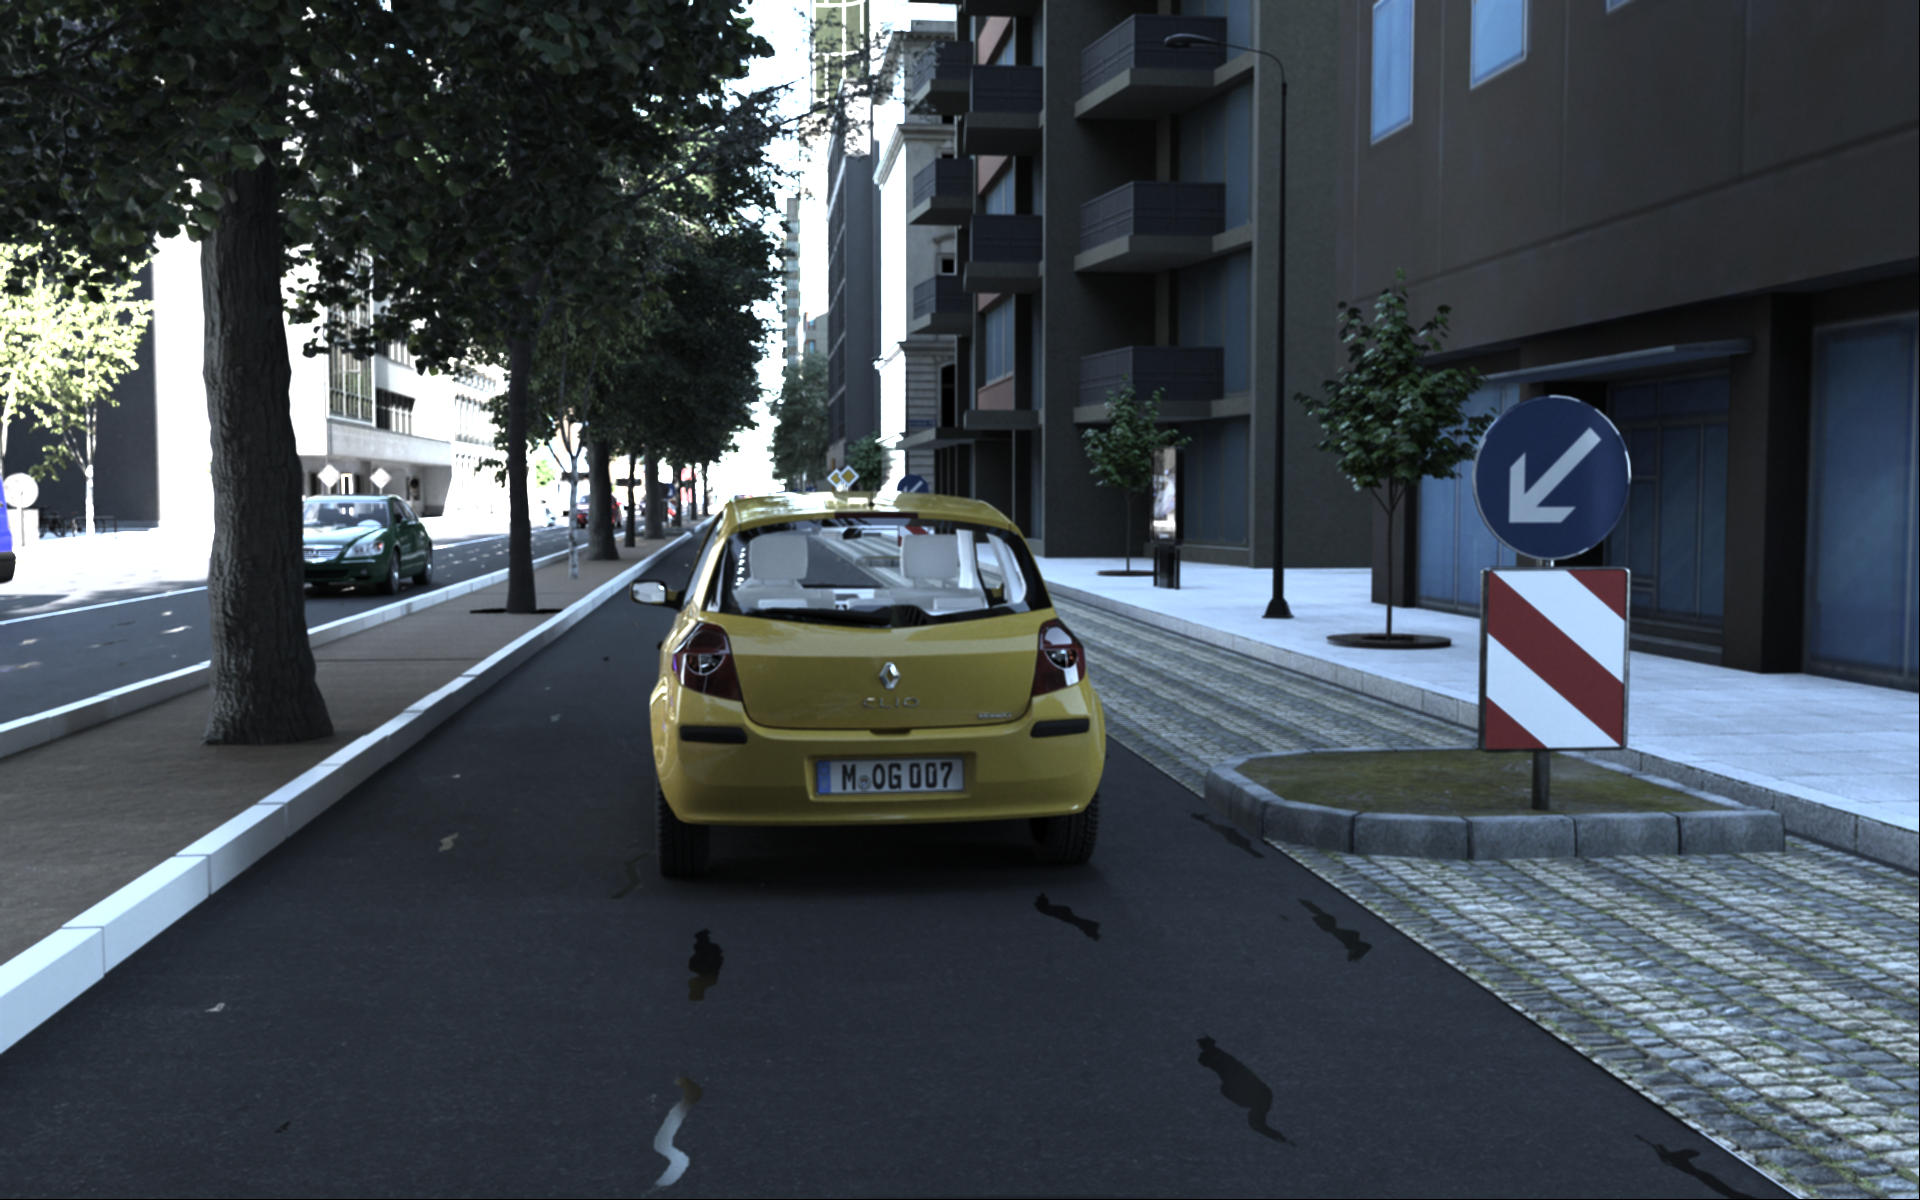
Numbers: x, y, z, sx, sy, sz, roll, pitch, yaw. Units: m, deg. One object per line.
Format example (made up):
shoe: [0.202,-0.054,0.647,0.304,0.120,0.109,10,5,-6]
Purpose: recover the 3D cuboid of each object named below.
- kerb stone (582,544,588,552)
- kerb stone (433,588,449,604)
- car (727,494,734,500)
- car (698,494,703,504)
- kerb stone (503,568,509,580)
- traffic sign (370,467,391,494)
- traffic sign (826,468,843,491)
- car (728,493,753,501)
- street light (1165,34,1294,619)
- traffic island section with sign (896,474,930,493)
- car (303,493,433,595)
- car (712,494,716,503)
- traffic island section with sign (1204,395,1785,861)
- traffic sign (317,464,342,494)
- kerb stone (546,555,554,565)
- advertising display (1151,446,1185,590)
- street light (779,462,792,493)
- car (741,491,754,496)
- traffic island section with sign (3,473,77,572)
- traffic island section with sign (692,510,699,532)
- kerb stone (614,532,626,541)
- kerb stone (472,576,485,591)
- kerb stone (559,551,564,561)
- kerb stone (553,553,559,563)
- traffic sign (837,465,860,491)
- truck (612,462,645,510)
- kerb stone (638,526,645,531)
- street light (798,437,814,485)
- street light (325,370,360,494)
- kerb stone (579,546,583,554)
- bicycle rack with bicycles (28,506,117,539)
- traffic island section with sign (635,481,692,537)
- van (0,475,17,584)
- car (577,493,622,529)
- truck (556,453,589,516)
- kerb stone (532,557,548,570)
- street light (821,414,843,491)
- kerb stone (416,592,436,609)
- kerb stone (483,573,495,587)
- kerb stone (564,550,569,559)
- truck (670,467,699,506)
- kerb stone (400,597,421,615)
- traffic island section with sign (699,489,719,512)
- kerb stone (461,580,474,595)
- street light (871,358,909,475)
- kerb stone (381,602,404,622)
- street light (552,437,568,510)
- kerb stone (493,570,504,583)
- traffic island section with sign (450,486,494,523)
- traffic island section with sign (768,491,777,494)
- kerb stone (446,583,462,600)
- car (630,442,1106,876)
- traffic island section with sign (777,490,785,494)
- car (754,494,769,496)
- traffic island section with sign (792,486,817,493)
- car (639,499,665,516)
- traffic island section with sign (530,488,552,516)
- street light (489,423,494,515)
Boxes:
kerb stone: [-9.360,-1.277,43.076,0.120,0.150,1.000,0,4,-7]
kerb stone: [-6.872,-0.027,22.694,0.120,0.150,1.000,0,4,-7]
car: [-17.152,-7.687,134.476,1.959,1.807,4.718,0,4,-6]
car: [-36.319,-14.490,246.508,1.945,1.707,3.694,0,4,-7]
kerb stone: [-7.614,-0.404,28.807,0.120,0.150,1.000,0,4,-7]
traffic sign: [-21.752,-3.757,65.073,0.795,2.450,0.064,0,4,-7]
traffic sign: [-4.781,-3.882,67.119,0.795,2.450,0.064,0,4,-7]
car: [-13.869,-6.192,110.829,1.945,1.707,3.694,0,4,-8]
street light: [2.763,-2.765,17.744,1.470,5.913,1.316,0,4,-7]
traffic island section with sign: [-1.120,-1.595,34.710,1.989,1.847,2.006,0,4,-7]
car: [-9.146,-0.871,26.044,2.131,1.459,4.920,0,4,-8]
car: [-38.753,-15.788,269.923,2.131,1.459,4.920,0,4,-6]
traffic island section with sign: [2.175,0.057,7.700,1.989,1.847,2.006,0,4,-7]
traffic sign: [-20.783,-3.272,57.146,0.795,2.450,0.064,0,4,-7]
kerb stone: [-8.363,-0.774,34.925,0.120,0.150,1.000,0,4,-7]
advertising display: [2.823,-1.125,23.614,0.123,1.923,0.974,-1,4,-14]
street light: [-21.707,-15.004,217.850,1.470,5.913,1.316,0,4,-7]
car: [-24.695,-11.776,201.209,2.281,1.827,5.304,0,4,-8]
traffic island section with sign: [-17.799,-1.457,32.446,1.989,1.847,2.006,0,4,-7]
traffic island section with sign: [-11.125,-3.544,66.082,2.006,1.907,1.989,0,4,-7]
kerb stone: [-10.855,-2.021,55.293,0.120,0.150,1.000,0,4,-7]
kerb stone: [-7.241,-0.216,25.752,0.120,0.150,1.000,0,4,-7]
kerb stone: [-8.611,-0.903,36.966,0.120,0.150,1.000,0,4,-7]
kerb stone: [-8.482,-0.841,35.947,0.120,0.150,1.000,0,4,-7]
traffic sign: [-3.812,-3.398,59.192,0.795,2.450,0.064,0,4,-7]
truck: [-29.300,-10.193,155.561,2.839,4.237,11.283,0,4,-5]
kerb stone: [-12.286,-2.733,67.020,0.120,0.150,1.000,0,4,-7]
street light: [-12.579,-10.354,141.837,1.470,5.913,1.316,0,4,-7]
street light: [-23.200,-5.656,65.019,1.470,5.913,1.316,0,4,-7]
kerb stone: [-9.114,-1.152,41.046,0.120,0.150,1.000,0,4,-7]
bicycle rack with bicycles: [-26.216,-2.269,50.478,2.852,0.926,2.925,1,4,13]
traffic island section with sign: [-10.236,-3.094,58.728,2.006,1.907,1.989,0,4,-7]
van: [-12.161,-0.858,18.410,2.240,2.365,5.245,0,4,-6]
car: [-15.302,-3.920,73.124,2.155,1.783,4.494,0,4,-6]
truck: [-25.280,-7.873,118.475,2.967,4.110,18.799,0,4,-7]
kerb stone: [-8.235,-0.713,33.900,0.120,0.150,1.000,0,4,-7]
street light: [-7.377,-7.840,100.731,1.470,5.913,1.316,0,4,-7]
kerb stone: [-6.749,0.032,21.679,0.120,0.150,1.000,0,4,-7]
kerb stone: [-7.364,-0.278,26.767,0.120,0.150,1.000,0,4,-7]
kerb stone: [-8.734,-0.961,37.981,0.120,0.150,1.000,0,4,-7]
truck: [-28.318,-11.606,178.663,2.839,4.237,11.283,0,4,-8]
kerb stone: [-6.618,0.094,20.664,0.120,0.150,1.000,0,4,-7]
traffic island section with sign: [-20.251,-8.106,140.666,2.006,1.907,1.989,0,4,-7]
kerb stone: [-7.122,-0.155,24.723,0.120,0.150,1.000,0,4,-7]
street light: [-2.335,-5.298,59.156,1.470,5.913,1.316,0,4,-7]
kerb stone: [-6.496,0.156,19.646,0.120,0.150,1.000,0,4,-7]
street light: [-32.492,-10.285,140.707,1.470,5.913,1.316,0,4,-7]
kerb stone: [-7.482,-0.342,27.787,0.120,0.150,1.000,0,4,-7]
traffic island section with sign: [-24.450,-4.786,86.874,1.989,1.847,2.006,0,4,-7]
traffic island section with sign: [-17.141,-9.612,165.790,1.989,1.847,2.006,0,4,-7]
kerb stone: [-6.991,-0.093,23.709,0.120,0.150,1.000,0,4,-7]
car: [-0.526,0.135,8.017,2.015,1.641,3.980,-1,4,-8]
traffic island section with sign: [-11.136,-6.607,116.648,1.989,1.847,2.006,0,4,-7]
car: [-13.356,-6.536,117.089,2.015,1.641,3.980,0,4,-6]
traffic island section with sign: [-7.853,-4.964,89.784,1.989,1.847,2.006,0,4,-7]
car: [-20.649,-6.386,116.985,1.945,1.354,3.894,0,4,-8]
traffic island section with sign: [-27.737,-6.431,113.781,1.989,1.847,2.006,0,4,-7]
street light: [-28.197,-8.172,106.151,1.470,5.913,1.316,0,4,-7]
